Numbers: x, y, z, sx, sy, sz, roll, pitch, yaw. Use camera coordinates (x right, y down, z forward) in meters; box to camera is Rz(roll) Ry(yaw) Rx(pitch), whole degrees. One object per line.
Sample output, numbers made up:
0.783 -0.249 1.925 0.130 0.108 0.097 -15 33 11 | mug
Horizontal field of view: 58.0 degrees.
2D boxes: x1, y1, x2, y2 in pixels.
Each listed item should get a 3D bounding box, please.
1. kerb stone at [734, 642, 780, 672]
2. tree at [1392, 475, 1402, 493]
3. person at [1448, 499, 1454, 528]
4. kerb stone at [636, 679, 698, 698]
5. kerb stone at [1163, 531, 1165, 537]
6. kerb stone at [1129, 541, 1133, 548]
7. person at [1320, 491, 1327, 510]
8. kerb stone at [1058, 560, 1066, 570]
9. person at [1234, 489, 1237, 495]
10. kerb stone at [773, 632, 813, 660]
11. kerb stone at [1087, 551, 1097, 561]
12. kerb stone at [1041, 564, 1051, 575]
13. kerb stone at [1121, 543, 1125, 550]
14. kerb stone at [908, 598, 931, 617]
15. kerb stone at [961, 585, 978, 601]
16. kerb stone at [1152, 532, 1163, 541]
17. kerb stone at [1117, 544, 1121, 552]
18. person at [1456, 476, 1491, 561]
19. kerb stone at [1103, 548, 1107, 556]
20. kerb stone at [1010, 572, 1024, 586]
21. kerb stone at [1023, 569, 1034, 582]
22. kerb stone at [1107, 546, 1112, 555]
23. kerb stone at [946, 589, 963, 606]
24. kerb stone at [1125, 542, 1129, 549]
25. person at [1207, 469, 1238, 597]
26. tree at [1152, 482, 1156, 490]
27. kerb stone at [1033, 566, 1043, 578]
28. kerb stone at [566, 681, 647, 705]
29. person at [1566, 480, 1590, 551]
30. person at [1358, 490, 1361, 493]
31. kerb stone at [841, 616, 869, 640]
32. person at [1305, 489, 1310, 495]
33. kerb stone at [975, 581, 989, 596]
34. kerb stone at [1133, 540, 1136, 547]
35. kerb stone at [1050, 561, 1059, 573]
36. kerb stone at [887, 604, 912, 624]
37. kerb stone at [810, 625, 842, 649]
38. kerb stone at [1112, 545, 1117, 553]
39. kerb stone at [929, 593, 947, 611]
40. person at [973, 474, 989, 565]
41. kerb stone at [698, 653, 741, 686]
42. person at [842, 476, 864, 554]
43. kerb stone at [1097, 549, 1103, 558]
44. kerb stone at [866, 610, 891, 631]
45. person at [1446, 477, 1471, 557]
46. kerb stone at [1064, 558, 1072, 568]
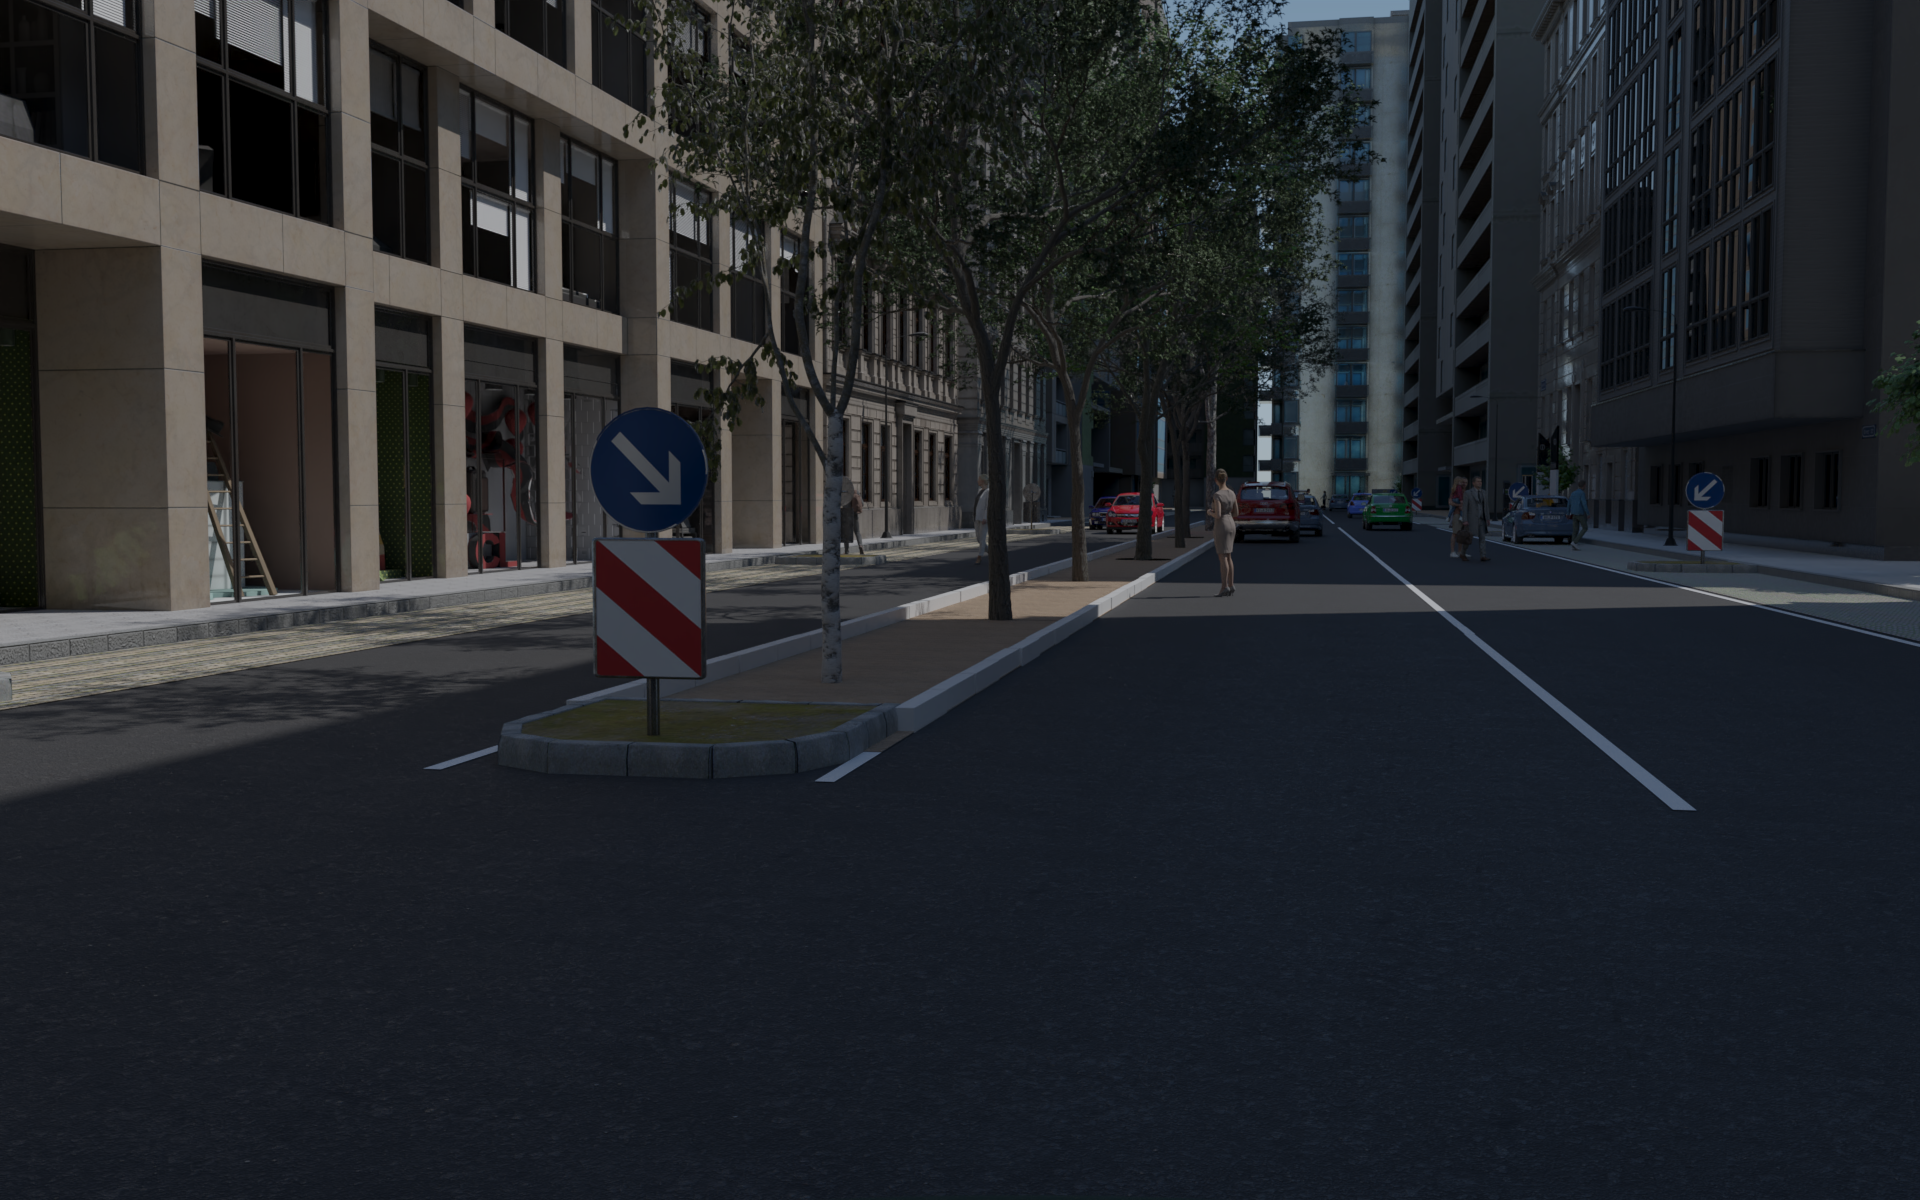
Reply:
-1.713 0.483 14.304 0.120 0.150 1.000 1 4 11 | kerb stone
40.225 -9.963 157.493 1.663 3.219 1.824 0 3 0 | tree
20.546 -3.634 72.201 0.394 1.301 0.425 1 4 9 | person
-2.108 0.610 12.294 0.120 0.150 1.000 1 4 11 | kerb stone
6.515 -2.101 56.553 0.120 0.150 1.000 1 4 11 | kerb stone
4.359 -1.425 45.493 0.120 0.150 1.000 1 4 11 | kerb stone
32.650 -8.946 155.562 0.721 1.735 1.217 3 4 37 | person
1.810 -0.625 32.417 0.120 0.150 1.000 1 4 11 | kerb stone
14.757 -5.152 93.412 0.551 1.740 0.621 0 4 2 | person
-1.518 0.421 15.308 0.120 0.150 1.000 1 4 11 | kerb stone
2.801 -0.933 37.453 0.120 0.150 1.000 1 4 11 | kerb stone
1.424 -0.502 30.409 0.120 0.150 1.000 1 4 11 | kerb stone
3.967 -1.302 43.477 0.120 0.150 1.000 1 4 11 | kerb stone
-0.539 0.113 20.342 0.120 0.150 1.000 1 4 11 | kerb stone
0.054 -0.071 23.361 0.120 0.150 1.000 1 4 11 | kerb stone
6.315 -2.038 55.536 0.120 0.150 1.000 1 4 11 | kerb stone
3.774 -1.240 42.473 0.120 0.150 1.000 1 4 11 | kerb stone
10.991 -1.731 36.900 0.694 1.812 0.767 -1 4 -19 | person
3.183 -1.053 39.464 0.120 0.150 1.000 1 4 11 | kerb stone
0.834 -0.312 27.385 0.120 0.150 1.000 1 4 11 | kerb stone
1.031 -0.375 28.388 0.120 0.150 1.000 1 4 11 | kerb stone
3.378 -1.118 40.467 0.120 0.150 1.000 1 4 11 | kerb stone
-0.153 -0.007 22.350 0.120 0.150 1.000 1 4 11 | kerb stone
4.165 -1.361 44.488 0.120 0.150 1.000 1 4 11 | kerb stone
3.656 -0.936 24.149 0.374 1.781 0.599 3 5 43 | person
15.669 -9.188 144.827 1.663 3.219 1.824 0 3 0 | tree
1.226 -0.437 29.401 0.120 0.150 1.000 1 4 11 | kerb stone
-2.301 0.671 11.283 0.120 0.150 1.000 1 4 11 | kerb stone
15.562 -2.128 43.637 0.444 1.785 0.601 -1 4 -15 | person
28.619 -7.012 123.866 1.217 1.735 0.721 -2 4 -31 | person
-1.120 0.298 17.320 0.120 0.150 1.000 1 4 11 | kerb stone
17.588 -4.785 87.654 0.530 1.710 0.541 2 4 29 | person
0.240 -0.133 24.370 0.120 0.150 1.000 1 4 11 | kerb stone
4.555 -1.478 46.497 0.120 0.150 1.000 1 4 11 | kerb stone
1.628 -0.564 31.410 0.120 0.150 1.000 1 4 11 | kerb stone
-0.735 0.177 19.338 0.120 0.150 1.000 1 4 11 | kerb stone
-1.322 0.364 16.311 0.120 0.150 1.000 1 4 11 | kerb stone
3.581 -1.179 41.469 0.120 0.150 1.000 1 4 11 | kerb stone
-0.344 0.054 21.346 0.120 0.150 1.000 1 4 11 | kerb stone
0.512 -1.655 35.436 0.514 1.842 0.818 3 4 38 | person
-1.915 0.544 13.297 0.120 0.150 1.000 1 4 11 | kerb stone
-2.496 -1.877 39.147 0.622 1.834 0.822 -1 4 -21 | person
2.997 -0.995 38.458 0.120 0.150 1.000 1 4 11 | kerb stone
-0.927 0.236 18.330 0.120 0.150 1.000 1 4 11 | kerb stone
11.321 -1.884 39.275 0.573 1.828 0.580 2 4 25 | person
2.007 -0.687 33.420 0.120 0.150 1.000 1 4 11 | kerb stone
